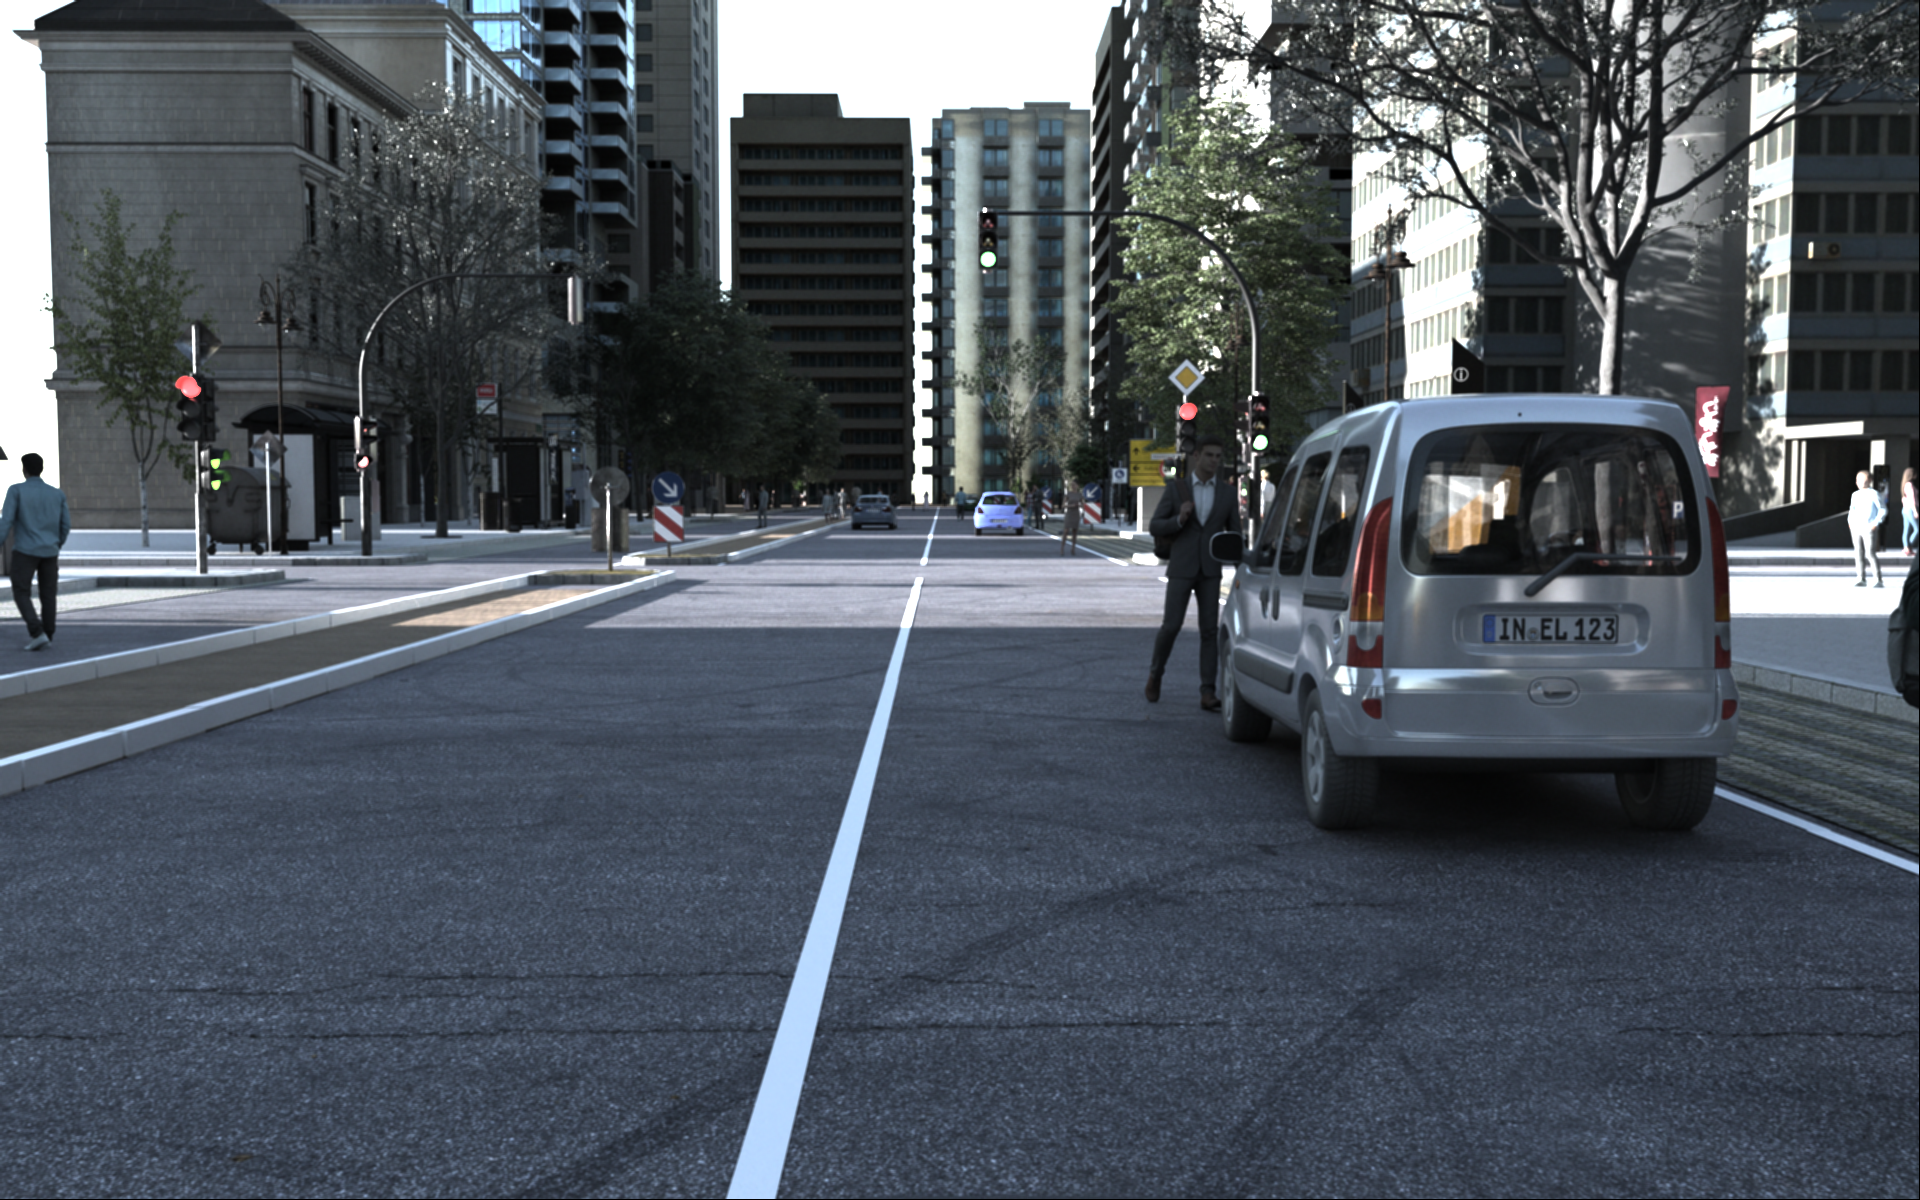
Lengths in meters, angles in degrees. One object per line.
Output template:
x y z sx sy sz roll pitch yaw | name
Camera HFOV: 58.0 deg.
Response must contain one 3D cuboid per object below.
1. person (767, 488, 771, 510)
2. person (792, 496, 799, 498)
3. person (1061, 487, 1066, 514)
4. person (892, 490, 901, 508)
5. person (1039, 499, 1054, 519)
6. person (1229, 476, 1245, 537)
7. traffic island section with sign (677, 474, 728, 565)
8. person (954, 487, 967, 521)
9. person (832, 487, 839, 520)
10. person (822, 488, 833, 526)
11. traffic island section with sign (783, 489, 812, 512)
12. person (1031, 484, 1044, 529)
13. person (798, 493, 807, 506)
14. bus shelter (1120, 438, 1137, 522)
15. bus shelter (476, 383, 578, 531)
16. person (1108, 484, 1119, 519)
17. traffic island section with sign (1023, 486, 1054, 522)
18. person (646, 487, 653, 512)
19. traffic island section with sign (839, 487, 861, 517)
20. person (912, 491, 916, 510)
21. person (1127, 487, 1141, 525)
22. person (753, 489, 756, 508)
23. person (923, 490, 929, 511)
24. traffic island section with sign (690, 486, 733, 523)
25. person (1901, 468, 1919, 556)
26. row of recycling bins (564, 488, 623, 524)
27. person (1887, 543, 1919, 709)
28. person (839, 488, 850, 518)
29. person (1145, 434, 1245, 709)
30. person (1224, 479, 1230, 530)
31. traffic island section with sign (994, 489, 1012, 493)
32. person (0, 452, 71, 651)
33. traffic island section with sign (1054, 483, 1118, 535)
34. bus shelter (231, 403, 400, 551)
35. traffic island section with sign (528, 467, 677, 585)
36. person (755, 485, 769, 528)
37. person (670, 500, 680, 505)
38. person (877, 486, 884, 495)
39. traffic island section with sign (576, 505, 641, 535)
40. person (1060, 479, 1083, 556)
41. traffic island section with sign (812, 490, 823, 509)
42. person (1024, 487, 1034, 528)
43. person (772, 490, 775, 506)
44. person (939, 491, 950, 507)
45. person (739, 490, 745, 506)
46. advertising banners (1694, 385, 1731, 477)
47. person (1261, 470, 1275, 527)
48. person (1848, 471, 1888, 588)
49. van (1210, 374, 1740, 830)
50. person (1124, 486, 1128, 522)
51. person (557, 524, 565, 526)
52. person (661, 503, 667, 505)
-15.684 -8.232 141.154 0.721 1.766 1.217 1 4 13 | person
-17.157 -10.779 183.068 1.217 1.735 0.721 0 4 -6 | person
6.853 -6.445 111.517 0.767 1.812 0.694 -1 4 -9 | person
-4.572 -7.003 123.724 0.721 1.735 1.217 2 4 26 | person
4.450 -5.012 90.720 0.850 1.792 0.678 2 4 32 | person
8.300 -2.812 51.993 0.580 1.828 0.573 0 4 -1 | person
-5.899 -1.684 35.674 2.006 1.907 1.989 0 4 -1 | traffic island section with sign
0.021 -5.115 92.148 0.660 1.820 0.620 -1 4 -10 | person
-7.021 -5.375 96.583 0.583 1.804 0.606 1 4 14 | person
-5.883 -4.129 77.012 0.512 1.701 0.522 1 4 9 | person
-13.047 -7.922 138.151 1.989 1.847 2.006 0 4 -1 | traffic island section with sign
3.124 -3.770 69.943 0.447 1.846 0.655 -3 4 -37 | person
-16.553 -10.572 182.079 0.799 1.438 0.628 -2 4 -25 | person
8.198 -5.199 76.287 1.731 3.624 6.357 0 4 0 | bus shelter
-16.352 -5.349 65.093 2.179 5.291 8.768 0 4 -1 | bus shelter
7.825 -5.006 87.690 0.655 1.846 0.447 -2 4 -23 | person
4.194 -4.838 87.722 1.989 1.847 2.006 0 4 -1 | traffic island section with sign
-22.189 -7.169 123.808 0.434 1.755 0.990 0 4 -1 | person
-6.675 -6.280 110.809 2.006 1.907 1.989 0 4 -1 | traffic island section with sign
-4.013 -8.655 150.924 0.530 1.710 0.541 2 4 35 | person
7.173 -3.977 70.865 0.655 1.846 0.447 0 4 -3 | person
-19.223 -9.474 161.773 0.721 1.723 1.217 -2 4 -31 | person
-2.856 -8.423 146.883 0.551 1.740 0.621 -3 4 -37 | person
-12.527 -4.825 87.513 1.989 1.847 2.006 0 4 -1 | traffic island section with sign
19.691 -1.822 35.845 0.388 1.821 0.555 0 4 1 | person
-16.141 -4.184 75.524 1.069 1.692 3.534 2 4 34 | row of recycling bins
2.352 0.303 3.537 0.794 1.824 0.713 1 4 16 | person
-7.028 -5.866 104.522 0.709 1.813 0.853 -2 4 -29 | person
1.594 -0.194 11.637 0.622 1.834 0.822 -1 4 -15 | person
9.425 -3.365 61.186 0.853 1.813 0.709 3 4 39 | person
3.681 -7.906 137.884 1.989 1.847 2.006 0 4 -1 | traffic island section with sign
-8.543 -0.458 16.010 0.620 1.820 0.660 2 4 32 | person
4.466 -3.189 60.768 1.989 1.847 2.006 0 4 -1 | traffic island section with sign
-15.247 -2.905 41.422 2.014 3.302 5.546 0 4 -1 | bus shelter
-5.833 -1.231 28.268 2.006 1.907 1.989 0 4 -1 | traffic island section with sign
-8.227 -3.896 72.301 0.635 1.810 0.391 3 5 43 | person
-10.382 -3.319 62.996 0.478 1.798 0.641 -2 4 -25 | person
-3.817 -4.601 83.823 0.778 1.811 0.616 3 4 38 | person
-12.256 -3.176 60.559 1.989 1.847 2.006 0 4 -1 | traffic island section with sign
2.617 -1.932 40.427 0.599 1.781 0.374 -1 4 -10 | person
-13.324 -9.589 165.407 1.989 1.847 2.006 0 4 -1 | traffic island section with sign
2.979 -3.944 73.820 0.643 1.720 0.563 -1 4 -18 | person
-19.590 -10.775 183.011 0.445 1.727 0.742 2 4 28 | person
-1.729 -11.111 190.258 1.348 1.812 0.705 0 4 -6 | person
-22.992 -10.923 184.619 0.705 1.826 1.348 2 4 35 | person
11.461 -1.969 28.379 2.074 3.025 0.090 2 4 32 | advertising banners
6.547 -1.873 36.899 0.478 1.798 0.641 -1 4 -21 | person
12.482 -0.981 23.897 0.330 1.601 0.589 -1 4 -13 | person
2.350 -0.107 8.767 2.013 2.044 4.112 0 4 1 | van
7.895 -4.546 80.619 0.529 1.795 0.600 0 4 7 | person
-16.133 -3.915 70.150 0.391 1.810 0.635 2 4 34 | person
-12.673 -4.029 75.052 0.731 1.740 0.598 -1 4 -9 | person
